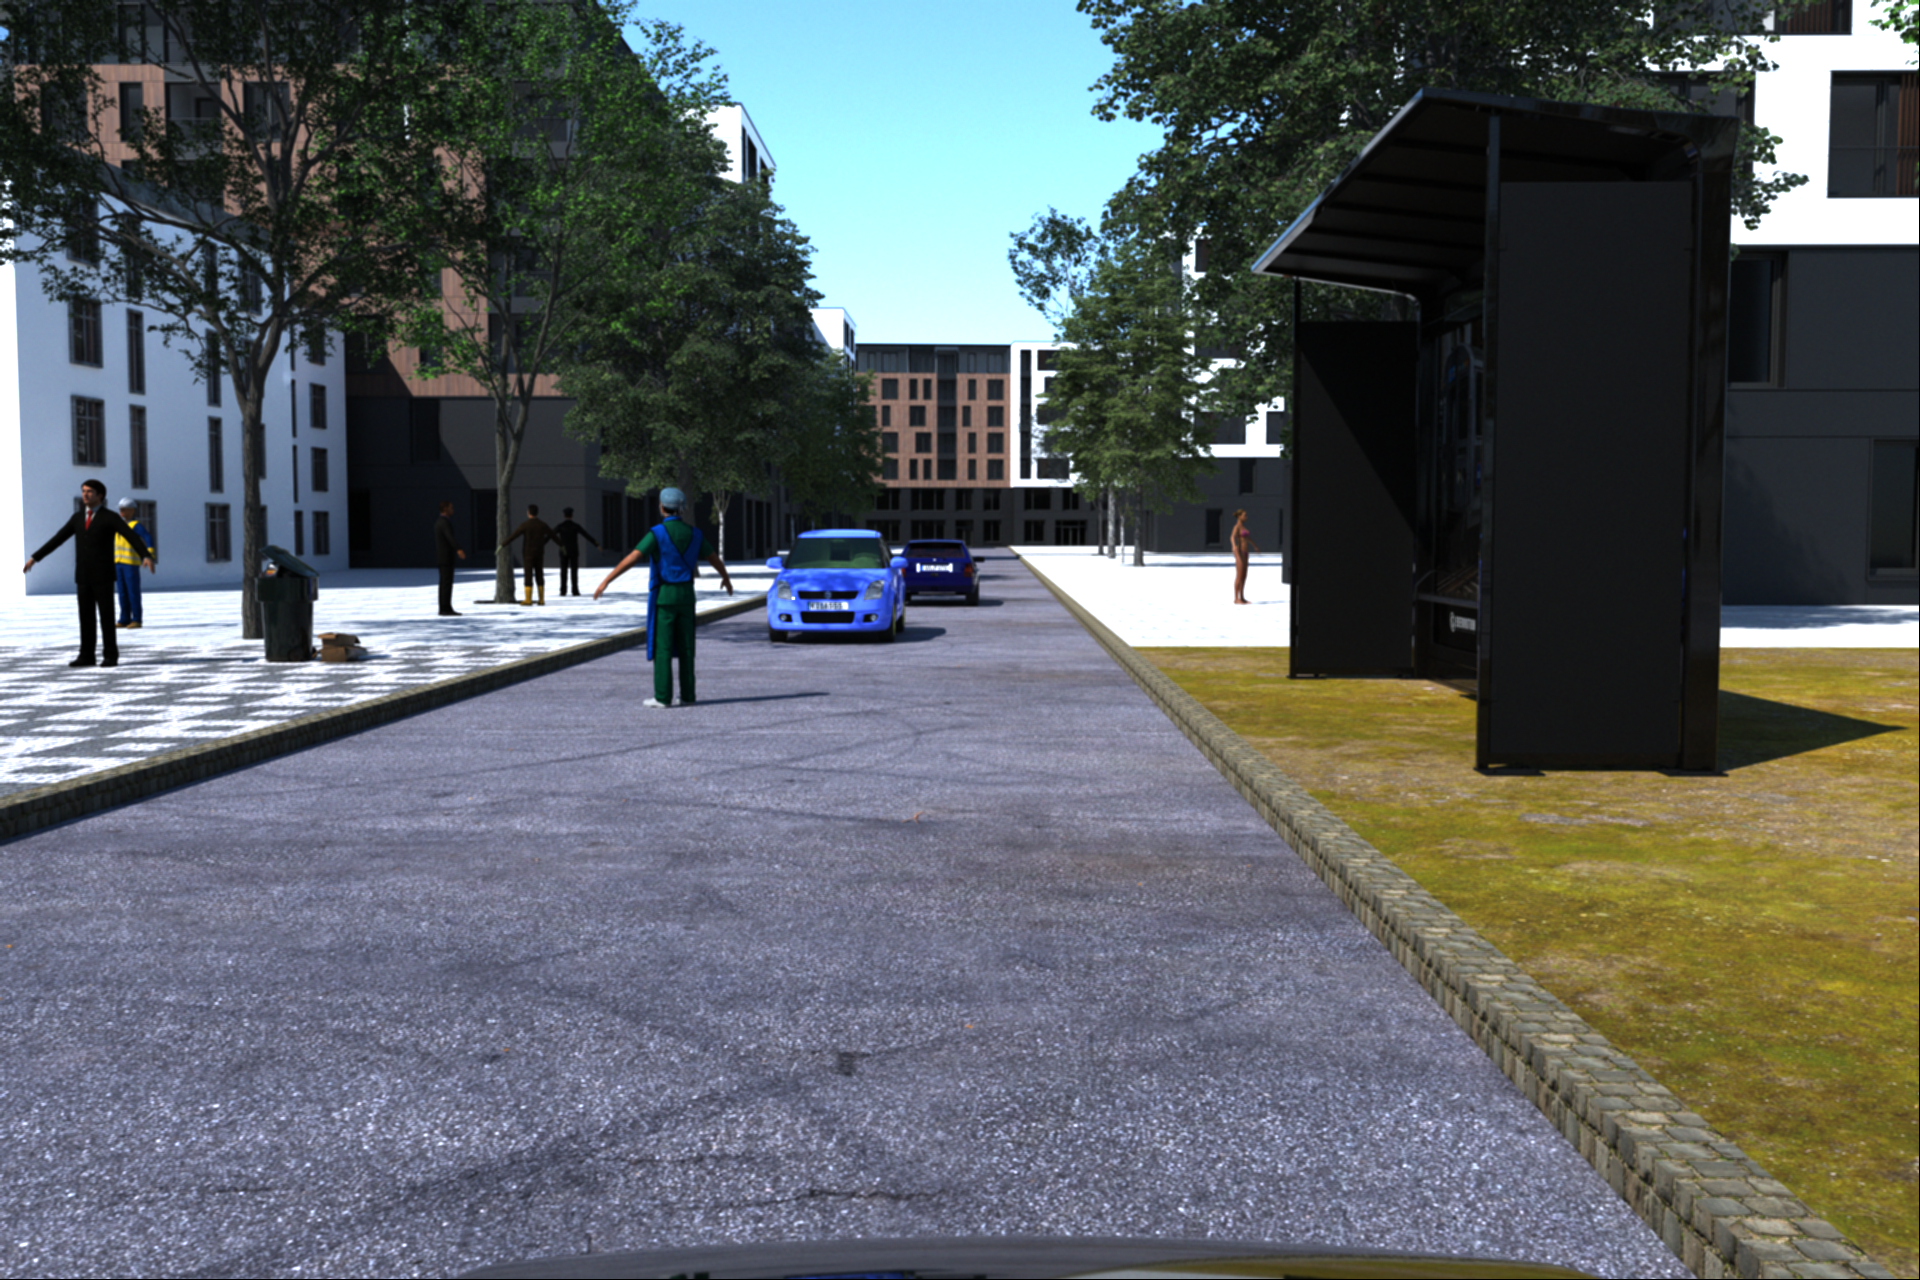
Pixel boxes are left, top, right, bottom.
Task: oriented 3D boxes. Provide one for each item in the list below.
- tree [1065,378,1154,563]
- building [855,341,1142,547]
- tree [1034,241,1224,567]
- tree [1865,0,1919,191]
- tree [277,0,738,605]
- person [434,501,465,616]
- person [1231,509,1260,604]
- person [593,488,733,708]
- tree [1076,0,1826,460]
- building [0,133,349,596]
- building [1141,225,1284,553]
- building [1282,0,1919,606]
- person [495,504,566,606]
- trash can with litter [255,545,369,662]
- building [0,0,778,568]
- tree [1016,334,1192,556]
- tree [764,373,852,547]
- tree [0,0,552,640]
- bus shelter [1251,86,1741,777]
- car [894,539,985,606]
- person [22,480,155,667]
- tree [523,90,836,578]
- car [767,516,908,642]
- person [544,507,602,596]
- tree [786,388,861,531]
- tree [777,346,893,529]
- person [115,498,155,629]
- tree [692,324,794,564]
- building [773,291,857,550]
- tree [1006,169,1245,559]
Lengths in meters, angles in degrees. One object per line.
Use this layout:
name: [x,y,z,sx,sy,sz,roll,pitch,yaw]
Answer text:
tree: [7.363,-7.696,76.192,4.360,8.622,3.978,0,3,0]
building: [2.433,-21.365,195.754,32.646,21.610,27.936,0,4,-4]
tree: [6.634,-9.154,67.794,7.486,12.596,7.792,0,3,0]
tree: [9.436,-5.274,11.984,9.928,11.665,9.643,0,3,0]
tree: [-8.263,-6.486,31.799,9.928,11.665,9.643,0,3,0]
person: [-8.063,-1.287,27.267,0.704,1.802,1.346,-2,4,-29]
person: [5.244,-1.531,31.828,0.721,1.733,1.217,2,4,30]
person: [-2.407,-0.355,14.395,1.347,1.817,0.704,-3,5,-43]
tree: [6.323,-7.151,23.575,9.857,13.997,8.962,0,3,0]
building: [-23.511,-6.577,49.682,9.099,9.664,28.070,0,4,1]
building: [27.458,-17.551,130.940,27.936,21.610,32.646,0,4,1]
building: [22.335,-12.391,46.562,27.936,21.610,32.646,0,4,1]
person: [-7.655,-1.523,31.035,1.346,1.812,0.704,-3,4,-37]
trash can with litter: [-6.539,-0.374,17.504,1.055,1.170,0.624,0,4,1]
building: [-24.309,-14.460,80.391,27.936,21.610,32.646,0,4,1]
tree: [8.297,-11.764,102.708,12.009,13.543,11.850,0,3,0]
tree: [-7.157,-7.686,76.023,4.737,8.622,4.395,0,3,0]
tree: [-8.700,-5.267,20.536,8.767,10.594,7.601,0,4,6]
bus shelter: [3.355,-1.281,12.229,1.731,3.624,6.357,0,4,1]
car: [-0.465,-1.417,35.743,1.945,1.354,3.894,0,4,1]
person: [-8.386,-0.647,16.764,1.347,1.806,0.705,0,4,7]
tree: [-7.934,-8.791,50.394,9.857,13.997,8.962,0,3,0]
car: [-1.671,-0.888,24.114,1.945,1.707,3.694,0,4,1]
person: [-8.132,-1.841,36.036,1.347,1.837,0.705,0,4,-5]
tree: [-7.081,-8.282,85.774,4.737,8.622,4.395,0,3,0]
tree: [-7.917,-11.451,105.357,7.486,12.596,7.792,0,3,0]
person: [-11.371,-1.044,23.531,1.216,1.772,0.721,2,4,24]
tree: [-8.489,-6.699,59.895,4.360,8.622,3.978,0,3,0]
building: [-24.474,-18.992,154.492,27.936,21.610,32.646,0,4,1]
tree: [9.093,-14.258,89.001,12.611,20.169,13.585,0,3,0]
